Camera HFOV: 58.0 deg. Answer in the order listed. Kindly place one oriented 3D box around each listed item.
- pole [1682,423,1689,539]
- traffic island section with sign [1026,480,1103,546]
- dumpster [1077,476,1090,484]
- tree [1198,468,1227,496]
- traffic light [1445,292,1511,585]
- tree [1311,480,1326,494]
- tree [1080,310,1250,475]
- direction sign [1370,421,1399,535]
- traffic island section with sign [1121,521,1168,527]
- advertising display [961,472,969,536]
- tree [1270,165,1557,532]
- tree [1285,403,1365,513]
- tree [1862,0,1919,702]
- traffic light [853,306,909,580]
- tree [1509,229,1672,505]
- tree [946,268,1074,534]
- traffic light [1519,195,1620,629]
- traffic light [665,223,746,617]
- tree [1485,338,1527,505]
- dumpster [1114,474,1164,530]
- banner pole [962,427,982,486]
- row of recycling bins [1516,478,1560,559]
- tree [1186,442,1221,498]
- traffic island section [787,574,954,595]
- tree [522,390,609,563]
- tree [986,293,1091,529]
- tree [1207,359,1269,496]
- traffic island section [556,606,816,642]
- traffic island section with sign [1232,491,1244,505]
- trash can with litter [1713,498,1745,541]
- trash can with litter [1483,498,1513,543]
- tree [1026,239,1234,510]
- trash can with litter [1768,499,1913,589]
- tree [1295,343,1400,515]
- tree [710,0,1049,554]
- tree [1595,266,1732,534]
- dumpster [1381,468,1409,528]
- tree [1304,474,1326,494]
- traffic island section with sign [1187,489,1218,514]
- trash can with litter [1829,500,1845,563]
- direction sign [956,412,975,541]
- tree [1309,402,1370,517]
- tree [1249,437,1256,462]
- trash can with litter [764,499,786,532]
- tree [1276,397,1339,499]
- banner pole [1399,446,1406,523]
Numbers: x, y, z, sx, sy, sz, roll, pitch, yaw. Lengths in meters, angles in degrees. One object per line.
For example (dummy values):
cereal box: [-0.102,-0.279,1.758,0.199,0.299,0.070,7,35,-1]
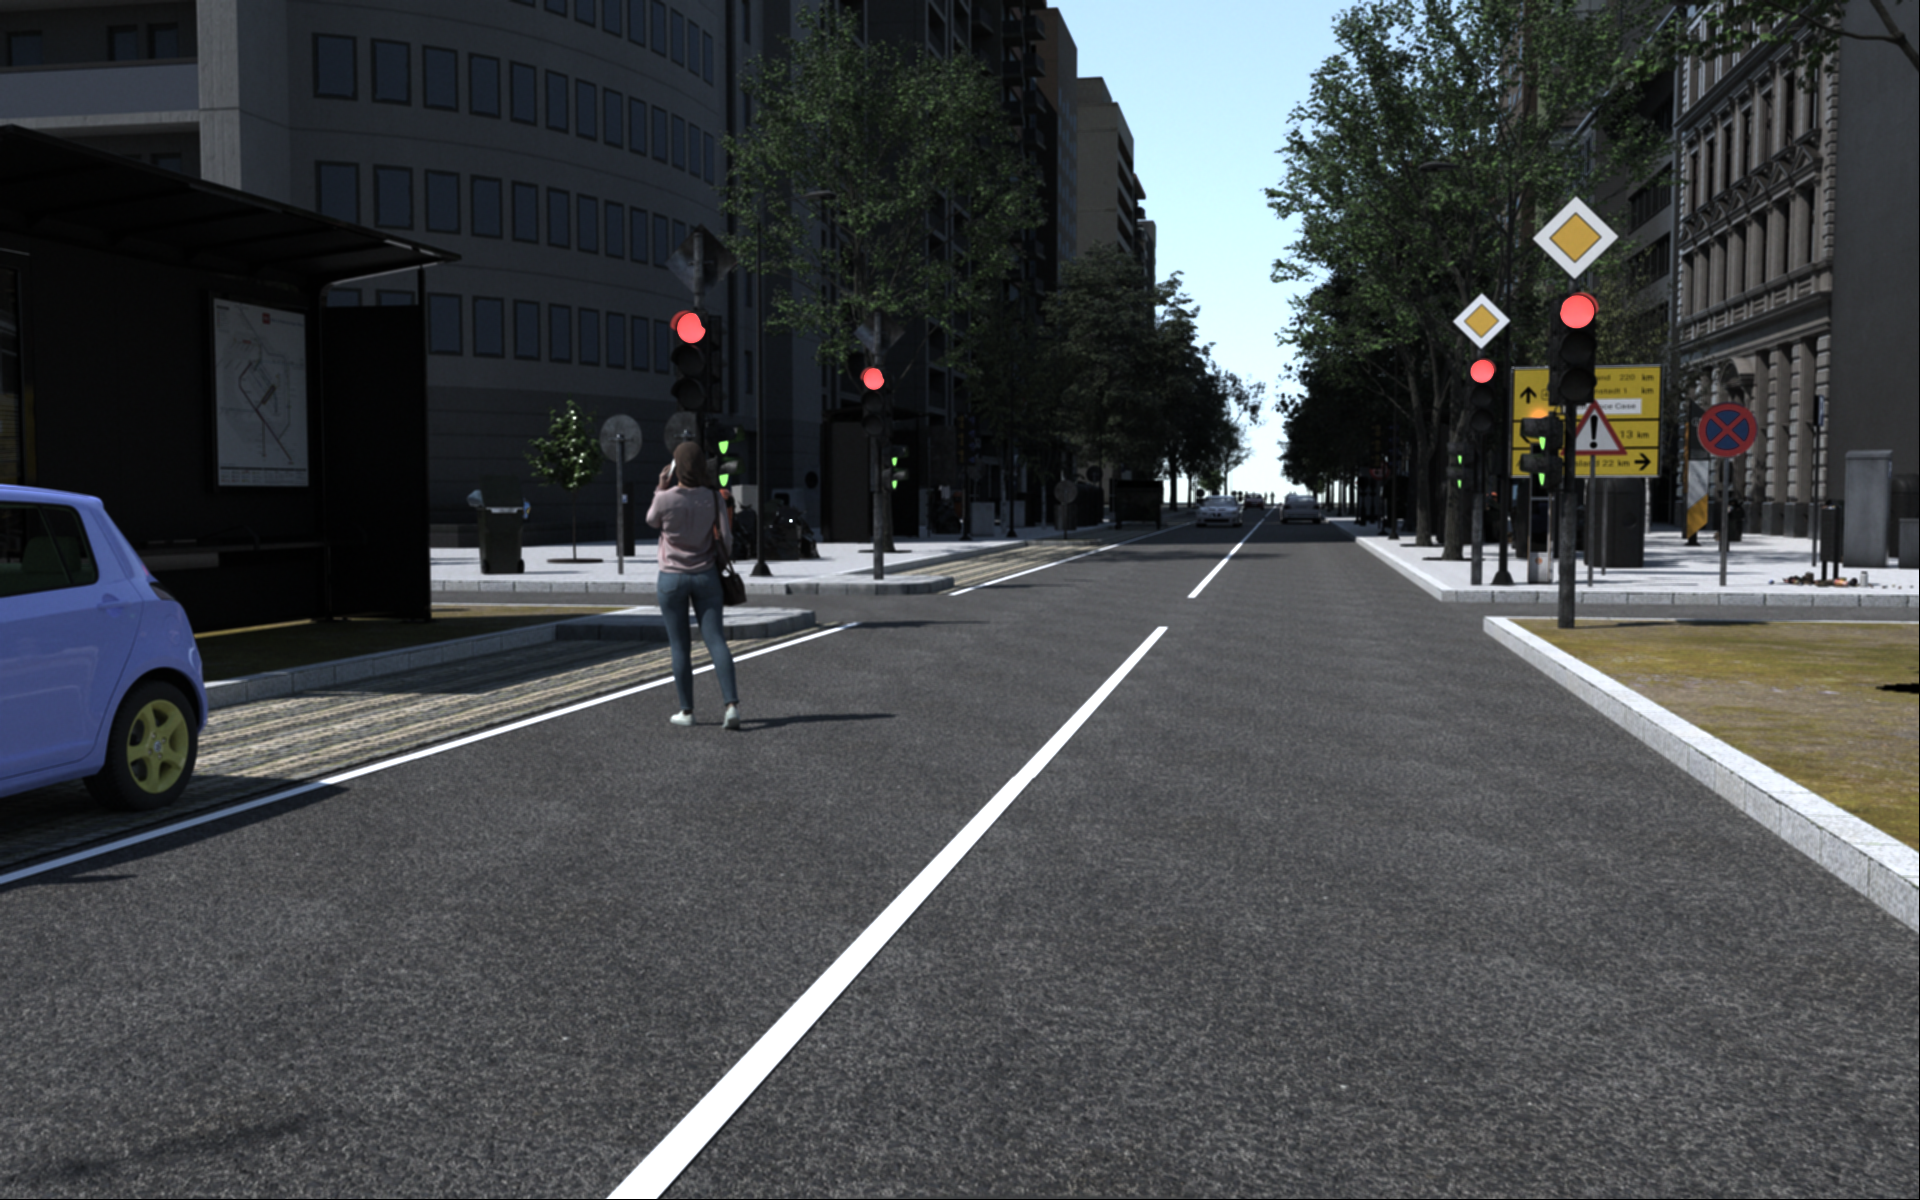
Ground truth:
pole: [20.827,-3.409,49.582,0.158,3.312,0.155,0,3,0]
traffic island section with sign: [2.952,-2.420,48.197,1.989,1.847,2.006,1,4,11]
dumpster: [6.564,-5.635,94.619,1.502,2.255,1.985,1,4,11]
tree: [28.164,-12.846,193.740,4.285,4.588,4.351,0,3,0]
traffic light: [7.261,-2.164,24.301,0.839,4.253,0.868,1,4,11]
tree: [50.993,-15.535,248.600,1.663,3.219,1.824,0,3,0]
tree: [12.337,-12.468,114.218,12.009,13.543,11.850,0,3,0]
direction sign: [13.207,-3.789,53.943,0.876,3.537,0.379,1,4,8]
traffic island section with sign: [8.005,-4.061,75.017,1.989,1.847,2.006,1,4,11]
advertising display: [0.145,-2.741,50.030,0.123,1.923,0.974,0,4,-6]
tree: [15.489,-8.668,58.725,9.611,12.733,9.660,0,3,0]
tree: [29.838,-12.528,139.243,8.767,10.594,7.601,2,4,33]
tree: [6.570,-5.183,10.492,9.928,11.665,9.643,0,3,0]
traffic light: [-1.205,-2.260,25.876,0.839,4.253,0.868,1,4,11]
tree: [17.730,-6.014,48.687,4.737,8.622,4.395,0,3,0]
tree: [1.464,-6.434,55.561,4.737,8.622,4.395,0,3,0]
traffic light: [5.780,-1.684,16.454,0.839,4.253,0.868,1,4,11]
traffic light: [-2.685,-1.780,18.029,0.839,4.253,0.868,1,4,11]
tree: [20.649,-7.161,67.450,4.360,8.622,3.978,0,3,0]
dumpster: [7.204,-3.960,69.694,1.985,2.255,1.502,1,4,11]
banner pole: [0.434,-4.558,64.533,0.863,3.779,0.401,1,4,16]
row of recycling bins: [12.073,-1.760,35.893,1.069,1.692,3.534,1,4,19]
tree: [23.960,-13.685,174.115,4.360,8.622,3.978,0,3,0]
traffic island section: [-1.242,-0.229,26.018,2.009,0.180,2.903,1,4,11]
tree: [-7.376,-2.315,32.448,1.663,3.219,1.824,0,3,0]
tree: [3.021,-6.882,62.885,4.360,8.622,3.978,0,3,0]
tree: [37.191,-23.618,242.039,12.611,20.169,13.585,0,3,0]
traffic island section: [-2.723,0.251,18.170,2.009,0.180,2.903,1,4,11]
traffic island section with sign: [37.611,-13.660,231.961,1.989,1.847,2.006,1,4,11]
trash can with litter: [20.834,-2.182,47.062,0.624,1.170,1.055,0,4,-7]
trash can with litter: [14.243,-2.081,45.411,0.624,1.170,1.055,-3,5,-44]
tree: [7.835,-10.964,85.911,9.857,13.997,8.962,0,3,0]
trash can with litter: [12.369,-0.830,24.621,1.678,1.210,2.233,1,4,10]
tree: [24.682,-11.541,106.819,7.486,12.596,7.792,0,3,0]
tree: [-1.796,-6.844,37.651,9.928,11.665,9.643,0,3,0]
tree: [22.263,-6.437,55.603,4.360,8.622,3.978,0,3,0]
dumpster: [16.692,-3.859,65.595,1.502,2.255,1.985,1,4,10]
tree: [49.486,-15.755,241.300,4.285,4.588,4.351,0,3,0]
traffic island section with sign: [17.312,-7.078,124.351,1.989,1.847,2.006,1,4,11]
trash can with litter: [16.574,-1.274,32.216,0.624,1.170,1.055,0,4,6]
direction sign: [0.162,-3.419,47.898,0.379,3.537,0.876,2,4,35]
tree: [21.344,-8.858,95.189,4.360,8.622,3.978,0,3,0]
tree: [33.327,-19.237,224.893,12.009,13.543,11.850,0,3,0]
trash can with litter: [-4.585,-1.846,41.561,0.624,1.170,1.055,2,4,28]
tree: [44.317,-18.955,216.575,9.857,13.997,8.962,0,3,0]
banner pole: [19.464,-5.287,76.463,0.401,3.779,0.863,-2,4,-29]
